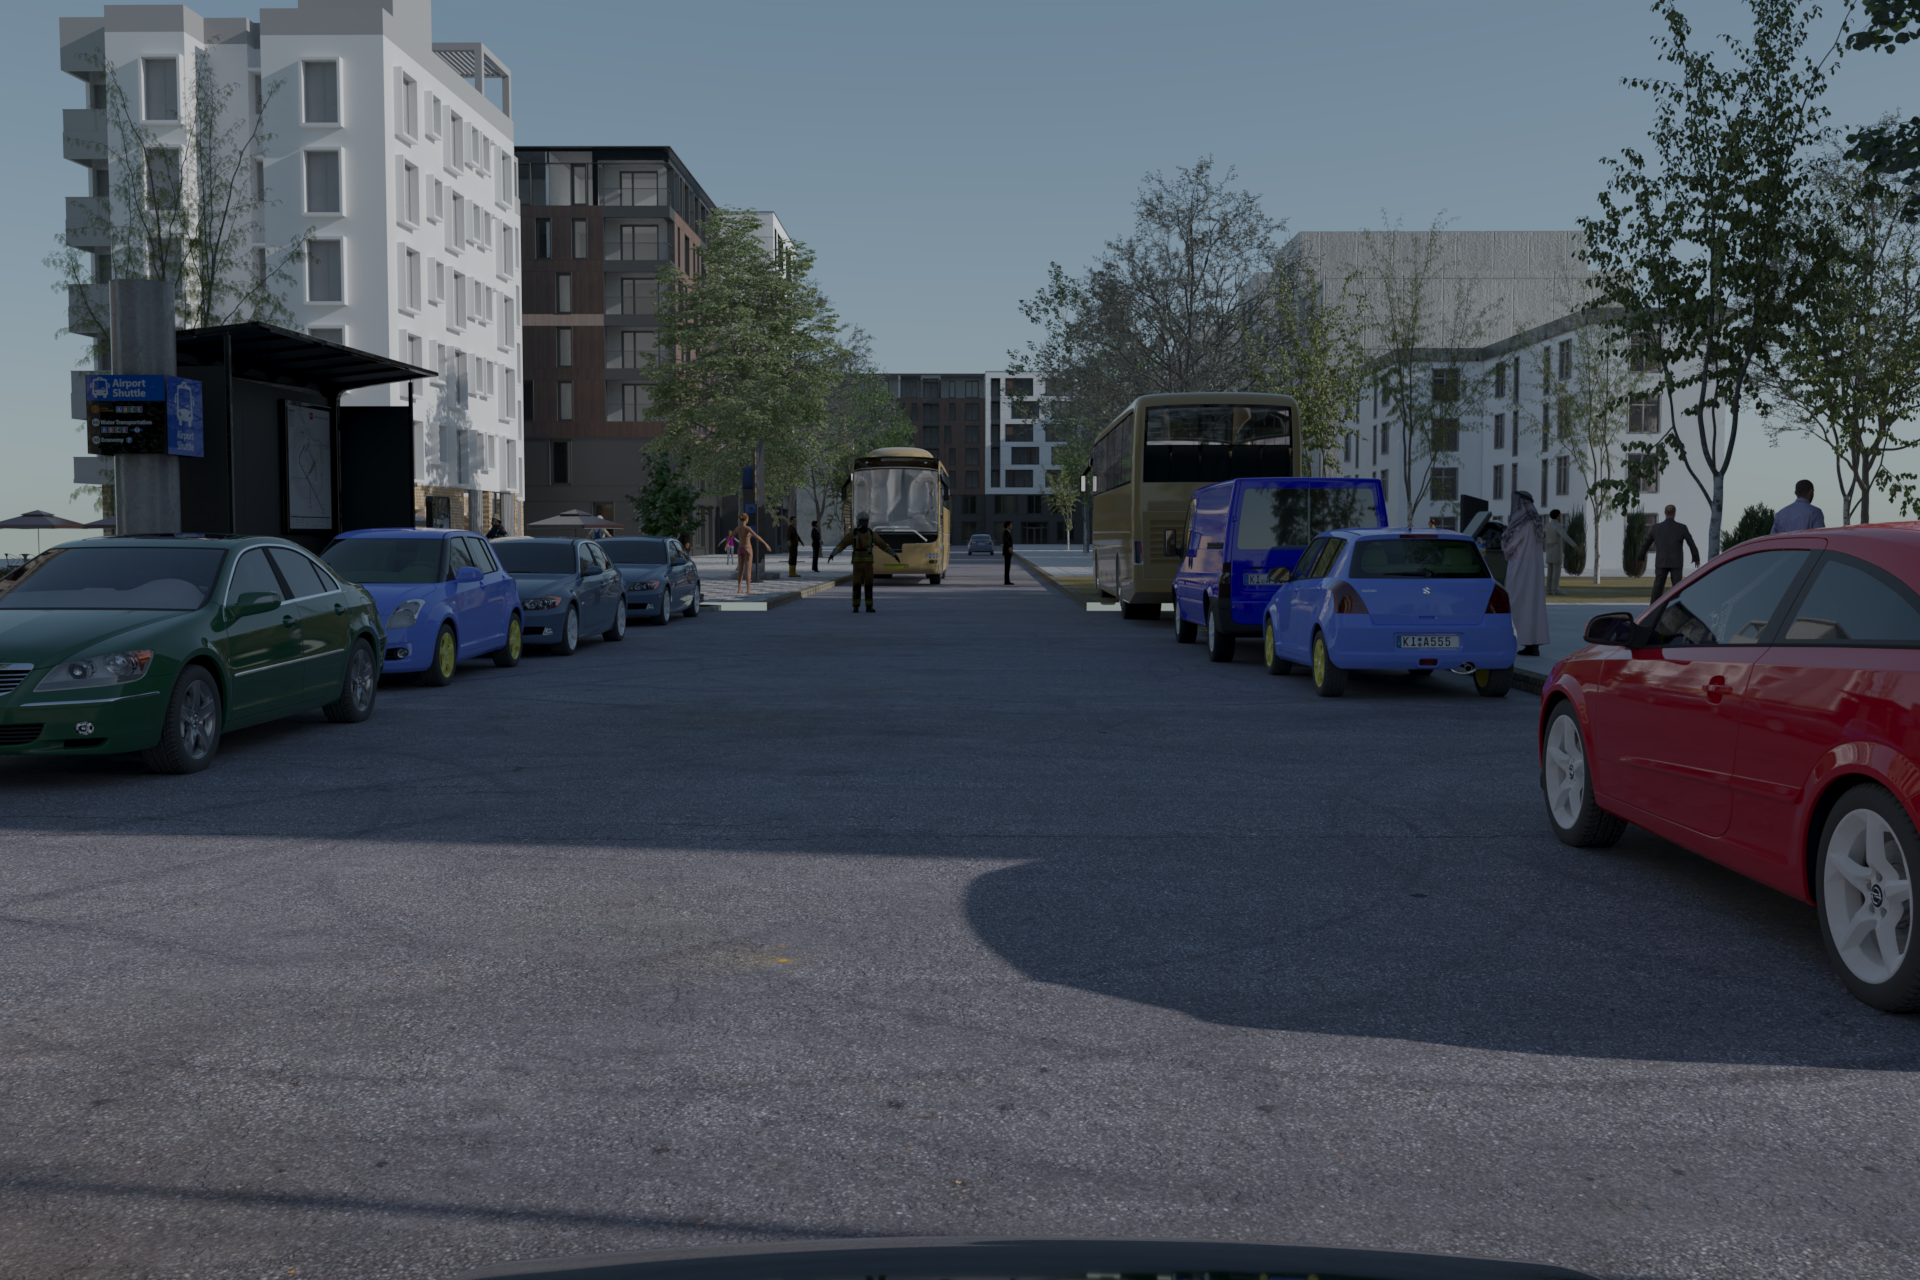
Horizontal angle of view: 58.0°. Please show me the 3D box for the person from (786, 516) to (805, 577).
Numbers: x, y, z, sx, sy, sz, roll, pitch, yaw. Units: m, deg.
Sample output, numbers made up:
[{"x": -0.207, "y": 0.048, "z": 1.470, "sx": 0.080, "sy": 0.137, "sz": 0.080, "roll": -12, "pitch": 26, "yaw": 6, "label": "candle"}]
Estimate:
[{"x": -4.934, "y": -2.776, "z": 51.518, "sx": 0.704, "sy": 1.812, "sz": 1.346, "roll": 1, "pitch": 4, "yaw": 13, "label": "person"}]

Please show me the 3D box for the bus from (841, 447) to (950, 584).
[{"x": -1.678, "y": -3.747, "z": 52.805, "sx": 2.896, "sy": 3.916, "sz": 12.252, "roll": 0, "pitch": 4, "yaw": 1, "label": "bus"}]

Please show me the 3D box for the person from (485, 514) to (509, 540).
[{"x": -13.350, "y": -2.692, "z": 49.792, "sx": 1.354, "sy": 1.856, "sz": 0.705, "roll": 3, "pitch": 4, "yaw": 36, "label": "person"}]

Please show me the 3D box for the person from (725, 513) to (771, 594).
[{"x": -4.612, "y": -1.876, "z": 37.470, "sx": 1.217, "sy": 1.733, "sz": 0.721, "roll": 2, "pitch": 4, "yaw": 30, "label": "person"}]

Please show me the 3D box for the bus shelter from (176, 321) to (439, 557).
[{"x": -8.509, "y": -1.894, "z": 22.247, "sx": 1.731, "sy": 3.624, "sz": 6.357, "roll": 0, "pitch": 4, "yaw": 1, "label": "bus shelter"}]

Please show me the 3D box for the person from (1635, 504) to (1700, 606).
[{"x": 11.416, "y": -1.304, "z": 27.916, "sx": 0.990, "sy": 1.755, "sz": 0.434, "roll": 2, "pitch": 4, "yaw": 35, "label": "person"}]

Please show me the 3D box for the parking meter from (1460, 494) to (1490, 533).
[{"x": 7.600, "y": -1.216, "z": 25.585, "sx": 0.399, "sy": 1.863, "sz": 0.255, "roll": 0, "pitch": 4, "yaw": 1, "label": "parking meter"}]

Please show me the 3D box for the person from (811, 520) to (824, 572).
[{"x": -4.801, "y": -3.163, "z": 58.442, "sx": 0.721, "sy": 1.740, "sz": 1.216, "roll": -1, "pitch": 4, "yaw": -18, "label": "person"}]

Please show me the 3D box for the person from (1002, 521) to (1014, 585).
[{"x": 1.379, "y": -2.466, "z": 48.960, "sx": 0.705, "sy": 1.806, "sz": 1.347, "roll": 0, "pitch": 4, "yaw": 2, "label": "person"}]

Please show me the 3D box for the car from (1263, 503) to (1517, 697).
[{"x": 3.980, "y": -0.425, "z": 16.539, "sx": 1.945, "sy": 1.707, "sz": 3.694, "roll": 0, "pitch": 4, "yaw": 0, "label": "car"}]

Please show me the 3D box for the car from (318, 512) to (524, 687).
[{"x": -5.634, "y": -0.477, "z": 17.391, "sx": 1.945, "sy": 1.707, "sz": 3.694, "roll": 0, "pitch": 4, "yaw": 1, "label": "car"}]

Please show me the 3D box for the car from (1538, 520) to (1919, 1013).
[{"x": 3.643, "y": 0.146, "z": 6.654, "sx": 2.155, "sy": 1.783, "sz": 4.494, "roll": 0, "pitch": 4, "yaw": 1, "label": "car"}]

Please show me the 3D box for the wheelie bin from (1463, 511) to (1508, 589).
[{"x": 7.309, "y": -0.998, "z": 24.228, "sx": 0.693, "sy": 1.594, "sz": 0.980, "roll": 0, "pitch": 4, "yaw": 1, "label": "wheelie bin"}]

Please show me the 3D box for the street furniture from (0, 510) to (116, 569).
[{"x": -31.716, "y": -2.515, "z": 46.144, "sx": 27.439, "sy": 1.986, "sz": 14.083, "roll": 1, "pitch": 4, "yaw": 14, "label": "street furniture"}]

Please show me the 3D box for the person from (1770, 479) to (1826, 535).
[{"x": 8.705, "y": -0.726, "z": 17.781, "sx": 0.599, "sy": 1.838, "sz": 0.709, "roll": -2, "pitch": 4, "yaw": -32, "label": "person"}]

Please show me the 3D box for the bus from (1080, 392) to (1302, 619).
[{"x": 3.964, "y": -2.471, "z": 31.955, "sx": 2.896, "sy": 3.916, "sz": 12.252, "roll": 0, "pitch": 4, "yaw": 1, "label": "bus"}]

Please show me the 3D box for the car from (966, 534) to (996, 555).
[{"x": 1.423, "y": -6.450, "z": 117.464, "sx": 2.014, "sy": 1.417, "sz": 4.499, "roll": 0, "pitch": 4, "yaw": 1, "label": "car"}]

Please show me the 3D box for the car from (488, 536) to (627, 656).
[{"x": -5.408, "y": -0.608, "z": 21.941, "sx": 2.014, "sy": 1.417, "sz": 4.499, "roll": 0, "pitch": 4, "yaw": 1, "label": "car"}]

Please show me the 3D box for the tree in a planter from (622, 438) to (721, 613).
[{"x": -5.527, "y": -2.143, "z": 32.268, "sx": 1.991, "sy": 3.239, "sz": 1.994, "roll": 0, "pitch": 4, "yaw": 1, "label": "tree in a planter"}]

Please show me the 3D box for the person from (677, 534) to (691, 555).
[{"x": -7.562, "y": -2.520, "z": 47.421, "sx": 0.704, "sy": 1.802, "sz": 1.346, "roll": -2, "pitch": 4, "yaw": -24, "label": "person"}]

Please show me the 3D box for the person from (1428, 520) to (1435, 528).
[{"x": 16.683, "y": -3.372, "z": 61.400, "sx": 0.705, "sy": 1.796, "sz": 1.348, "roll": 3, "pitch": 4, "yaw": 36, "label": "person"}]

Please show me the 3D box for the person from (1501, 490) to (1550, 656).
[{"x": 5.917, "y": -0.707, "z": 18.276, "sx": 0.621, "sy": 1.740, "sz": 0.551, "roll": 1, "pitch": 4, "yaw": 22, "label": "person"}]

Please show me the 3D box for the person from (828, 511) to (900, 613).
[{"x": -1.768, "y": -1.430, "z": 31.613, "sx": 1.354, "sy": 1.858, "sz": 0.705, "roll": -1, "pitch": 4, "yaw": -16, "label": "person"}]

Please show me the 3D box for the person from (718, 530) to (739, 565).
[{"x": -9.543, "y": -3.832, "z": 71.927, "sx": 0.991, "sy": 1.433, "sz": 0.599, "roll": 0, "pitch": 4, "yaw": -8, "label": "person"}]

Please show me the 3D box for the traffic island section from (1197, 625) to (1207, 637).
[{"x": 4.149, "y": -0.125, "z": 24.903, "sx": 1.991, "sy": 0.108, "sz": 1.994, "roll": 0, "pitch": 4, "yaw": 1, "label": "traffic island section"}]

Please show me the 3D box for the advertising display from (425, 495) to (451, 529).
[{"x": -8.832, "y": -1.477, "z": 29.358, "sx": 0.123, "sy": 1.923, "sz": 0.974, "roll": 0, "pitch": 4, "yaw": 1, "label": "advertising display"}]

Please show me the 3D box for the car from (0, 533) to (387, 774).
[{"x": -5.459, "y": -0.003, "z": 11.843, "sx": 2.131, "sy": 1.459, "sz": 4.920, "roll": 0, "pitch": 4, "yaw": 0, "label": "car"}]

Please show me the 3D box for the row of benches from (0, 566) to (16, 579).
[{"x": -17.883, "y": -1.065, "z": 32.874, "sx": 1.422, "sy": 0.672, "sz": 4.104, "roll": 0, "pitch": 4, "yaw": 1, "label": "row of benches"}]

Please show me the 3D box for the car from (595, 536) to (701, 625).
[{"x": -5.429, "y": -1.021, "z": 28.701, "sx": 2.014, "sy": 1.417, "sz": 4.499, "roll": 0, "pitch": 4, "yaw": 1, "label": "car"}]

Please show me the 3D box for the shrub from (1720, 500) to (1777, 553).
[{"x": 18.775, "y": -2.249, "z": 40.811, "sx": 1.661, "sy": 2.075, "sz": 1.752, "roll": 0, "pitch": 3, "yaw": 0, "label": "shrub"}]

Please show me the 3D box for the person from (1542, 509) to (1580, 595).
[{"x": 12.556, "y": -1.854, "z": 36.494, "sx": 0.705, "sy": 1.806, "sz": 1.347, "roll": -1, "pitch": 4, "yaw": -16, "label": "person"}]

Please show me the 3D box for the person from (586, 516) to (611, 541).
[{"x": -10.988, "y": -2.879, "z": 52.920, "sx": 1.347, "sy": 1.847, "sz": 0.705, "roll": 2, "pitch": 4, "yaw": 30, "label": "person"}]

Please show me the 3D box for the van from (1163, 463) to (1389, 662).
[{"x": 3.757, "y": -1.017, "z": 21.016, "sx": 2.240, "sy": 2.365, "sz": 5.245, "roll": 0, "pitch": 4, "yaw": 0, "label": "van"}]
